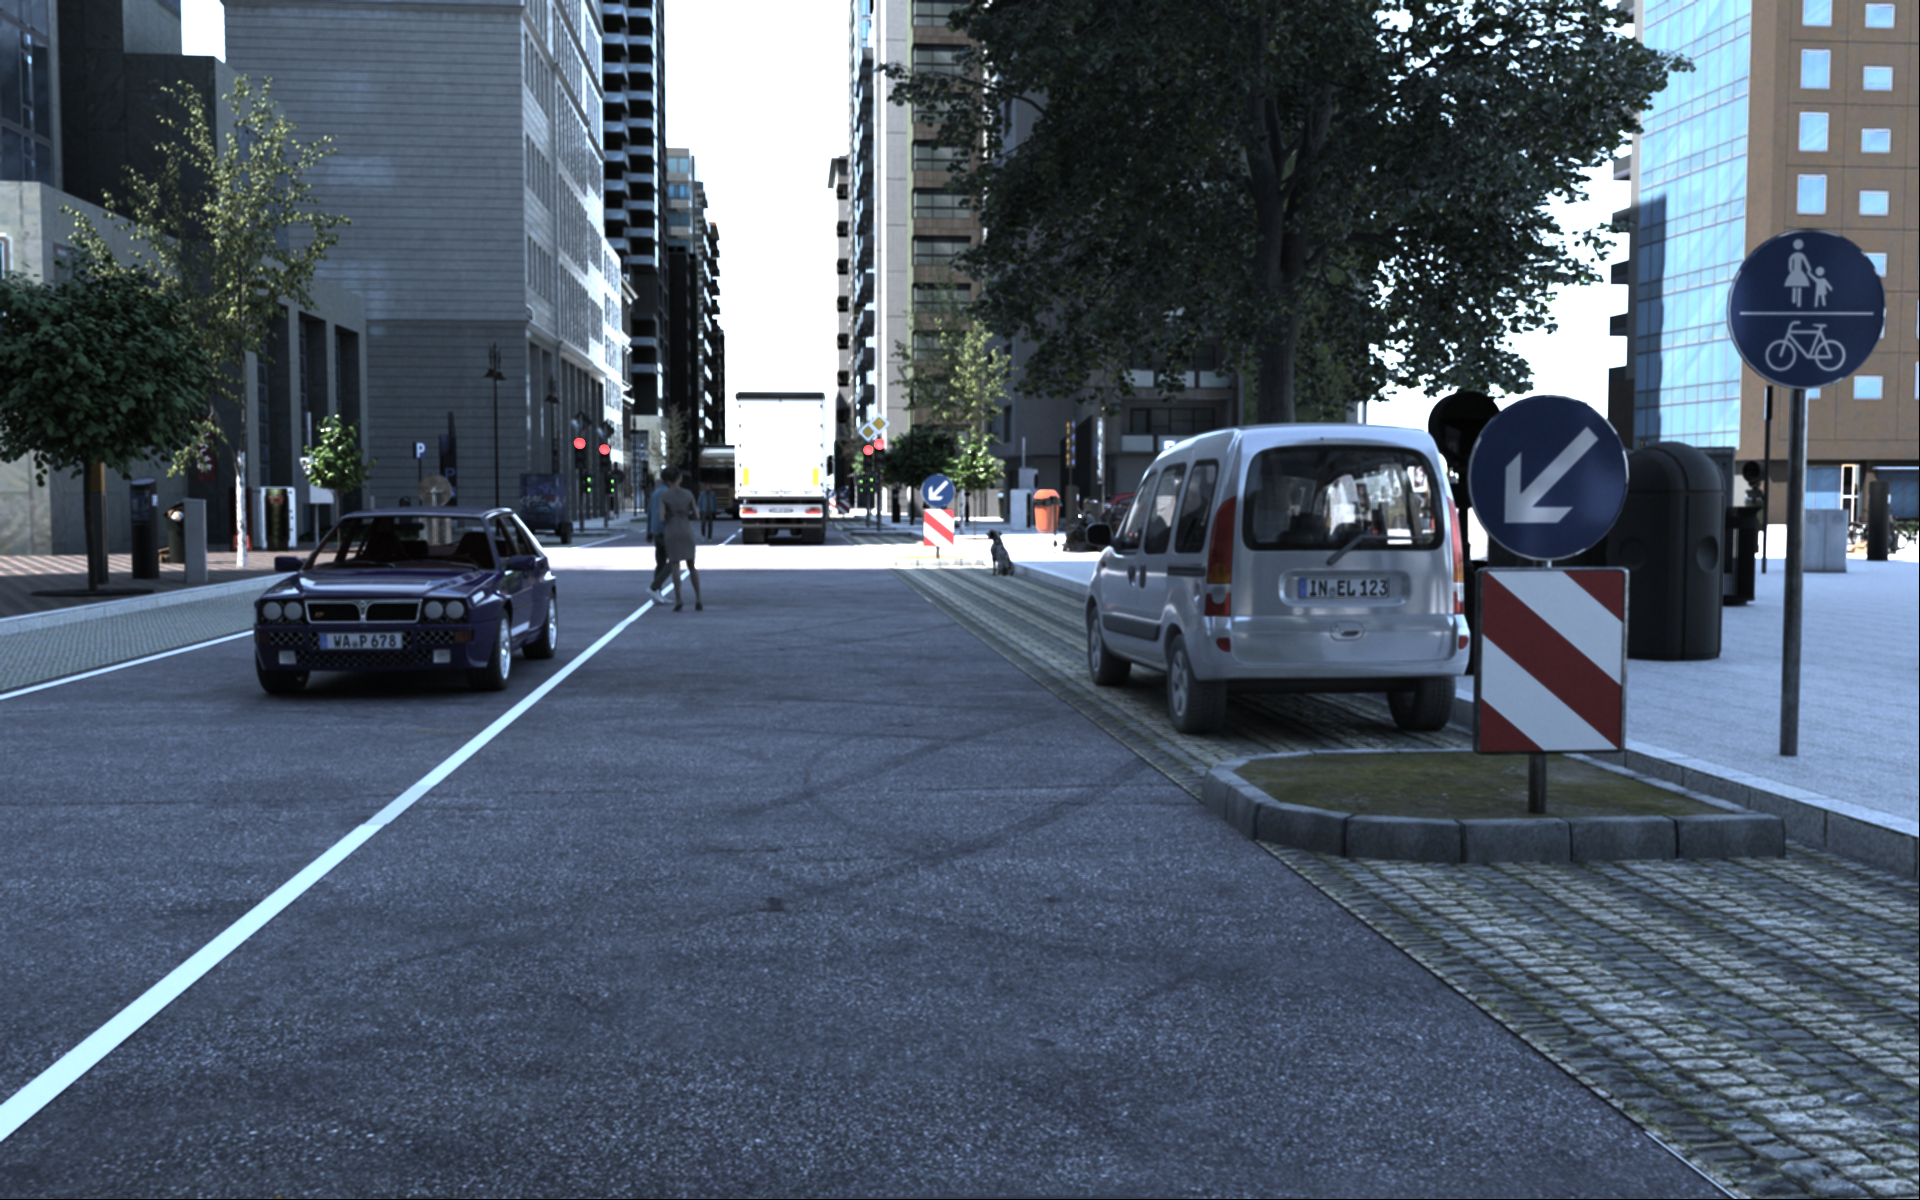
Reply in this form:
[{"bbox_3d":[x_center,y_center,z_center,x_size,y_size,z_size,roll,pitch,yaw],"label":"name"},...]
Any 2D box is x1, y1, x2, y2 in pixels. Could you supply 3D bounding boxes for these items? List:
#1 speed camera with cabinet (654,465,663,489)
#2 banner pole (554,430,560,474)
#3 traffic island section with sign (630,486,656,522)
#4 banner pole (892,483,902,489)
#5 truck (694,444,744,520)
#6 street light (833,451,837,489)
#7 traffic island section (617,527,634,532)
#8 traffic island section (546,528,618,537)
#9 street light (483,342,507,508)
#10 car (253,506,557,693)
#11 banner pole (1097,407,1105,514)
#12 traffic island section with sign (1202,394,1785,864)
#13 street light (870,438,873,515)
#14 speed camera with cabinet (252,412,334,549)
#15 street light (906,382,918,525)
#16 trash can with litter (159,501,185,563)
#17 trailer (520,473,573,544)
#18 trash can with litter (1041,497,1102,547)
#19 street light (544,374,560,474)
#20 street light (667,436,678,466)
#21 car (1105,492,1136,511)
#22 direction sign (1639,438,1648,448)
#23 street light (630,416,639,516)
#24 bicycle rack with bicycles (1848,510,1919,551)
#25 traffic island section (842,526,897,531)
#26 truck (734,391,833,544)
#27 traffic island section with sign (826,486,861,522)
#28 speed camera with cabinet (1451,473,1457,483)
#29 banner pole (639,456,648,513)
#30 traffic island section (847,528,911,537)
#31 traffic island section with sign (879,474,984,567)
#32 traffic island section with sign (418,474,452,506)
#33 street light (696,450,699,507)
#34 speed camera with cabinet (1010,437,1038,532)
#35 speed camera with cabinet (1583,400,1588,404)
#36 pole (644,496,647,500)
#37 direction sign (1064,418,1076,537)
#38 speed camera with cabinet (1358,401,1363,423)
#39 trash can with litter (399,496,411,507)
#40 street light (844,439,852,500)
[{"bbox_3d":[-20.837,-7.660,119.581,0.660,3.252,2.038,-1,4,-10],"label":"speed camera with cabinet"},{"bbox_3d":[-15.896,-4.788,68.296,0.401,3.779,0.863,-3,4,-36],"label":"banner pole"},{"bbox_3d":[-15.883,-4.918,89.038,1.989,1.847,2.006,0,4,-6],"label":"traffic island section with sign"},{"bbox_3d":[-4.233,-7.620,114.596,0.863,3.779,0.401,-1,4,-21],"label":"banner pole"},{"bbox_3d":[-13.612,-6.750,99.271,2.839,4.237,11.283,0,4,-6],"label":"truck"},{"bbox_3d":[-13.283,-12.905,183.777,0.468,5.910,1.993,0,4,-6],"label":"street light"},{"bbox_3d":[-13.595,-2.702,66.461,2.009,0.180,2.903,0,4,-6],"label":"traffic island section"},{"bbox_3d":[-12.794,-2.216,58.516,2.009,0.180,2.903,0,4,-6],"label":"traffic island section"},{"bbox_3d":[-14.146,-4.896,52.837,0.468,5.910,1.993,0,4,-6],"label":"street light"},{"bbox_3d":[-4.281,-0.072,13.761,1.945,1.354,3.894,0,4,-5],"label":"car"},{"bbox_3d":[4.066,-3.660,49.853,0.401,3.779,0.863,1,4,21],"label":"banner pole"},{"bbox_3d":[2.153,0.061,7.636,1.989,1.847,2.006,0,4,-6],"label":"traffic island section with sign"},{"bbox_3d":[-5.428,-8.142,105.913,0.468,5.910,1.993,0,4,-6],"label":"street light"},{"bbox_3d":[-15.953,-2.868,41.231,0.660,3.252,2.038,2,4,33],"label":"speed camera with cabinet"},{"bbox_3d":[-1.995,-6.030,71.382,0.468,5.910,1.993,0,4,-6],"label":"street light"},{"bbox_3d":[-14.642,-1.269,32.136,1.055,1.170,0.624,2,4,26],"label":"trash can with litter"},{"bbox_3d":[-11.801,-2.554,48.808,1.471,1.999,3.904,0,4,-7],"label":"trailer"},{"bbox_3d":[2.877,-1.934,42.682,2.233,1.210,1.678,-2,4,-27],"label":"trash can with litter"},{"bbox_3d":[-15.650,-5.738,66.599,0.468,5.910,1.993,0,4,-6],"label":"street light"},{"bbox_3d":[-22.547,-9.932,135.173,0.468,5.910,1.993,0,4,-6],"label":"street light"},{"bbox_3d":[7.278,-3.437,65.232,4.494,1.783,2.155,0,4,-6],"label":"car"},{"bbox_3d":[27.716,-4.788,70.284,0.379,3.537,0.876,3,5,41],"label":"direction sign"},{"bbox_3d":[-18.949,-7.836,100.901,0.468,5.910,1.993,0,4,-6],"label":"street light"},{"bbox_3d":[21.221,-1.635,40.111,2.852,0.926,2.925,-3,5,-42],"label":"bicycle rack with bicycles"},{"bbox_3d":[-3.553,-2.764,67.464,2.009,0.180,2.903,0,4,-6],"label":"traffic island section"},{"bbox_3d":[-5.290,-3.905,52.754,2.839,4.237,11.283,0,4,-4],"label":"truck"},{"bbox_3d":[-6.179,-4.990,90.217,1.989,1.847,2.006,0,4,-6],"label":"traffic island section with sign"},{"bbox_3d":[24.640,-5.667,86.984,0.660,3.252,2.038,1,4,19],"label":"speed camera with cabinet"},{"bbox_3d":[-20.972,-7.626,114.700,0.863,3.779,0.401,2,4,28],"label":"banner pole"},{"bbox_3d":[-2.752,-2.278,59.519,2.009,0.180,2.903,0,4,-6],"label":"traffic island section"},{"bbox_3d":[-0.611,-1.607,34.905,1.989,1.847,2.006,0,4,-6],"label":"traffic island section with sign"},{"bbox_3d":[-10.328,-1.548,33.938,1.989,1.847,2.006,0,4,-6],"label":"traffic island section with sign"},{"bbox_3d":[-26.803,-12.501,177.184,0.468,5.910,1.993,0,4,-6],"label":"street light"},{"bbox_3d":[2.225,-4.009,59.881,0.660,3.252,2.038,1,4,14],"label":"speed camera with cabinet"},{"bbox_3d":[12.473,-2.581,36.535,2.038,3.252,0.660,1,4,11],"label":"speed camera with cabinet"},{"bbox_3d":[-23.220,-8.207,128.024,0.158,3.312,0.155,0,3,0],"label":"pole"},{"bbox_3d":[3.311,-3.658,51.799,0.379,3.537,0.876,-1,4,-14],"label":"direction sign"},{"bbox_3d":[8.421,-2.658,37.793,0.660,3.252,2.038,0,4,4],"label":"speed camera with cabinet"},{"bbox_3d":[-17.333,-2.573,53.123,1.678,1.210,2.233,1,4,15],"label":"trash can with litter"},{"bbox_3d":[-9.781,-10.755,148.629,0.468,5.910,1.993,0,4,-6],"label":"street light"}]
